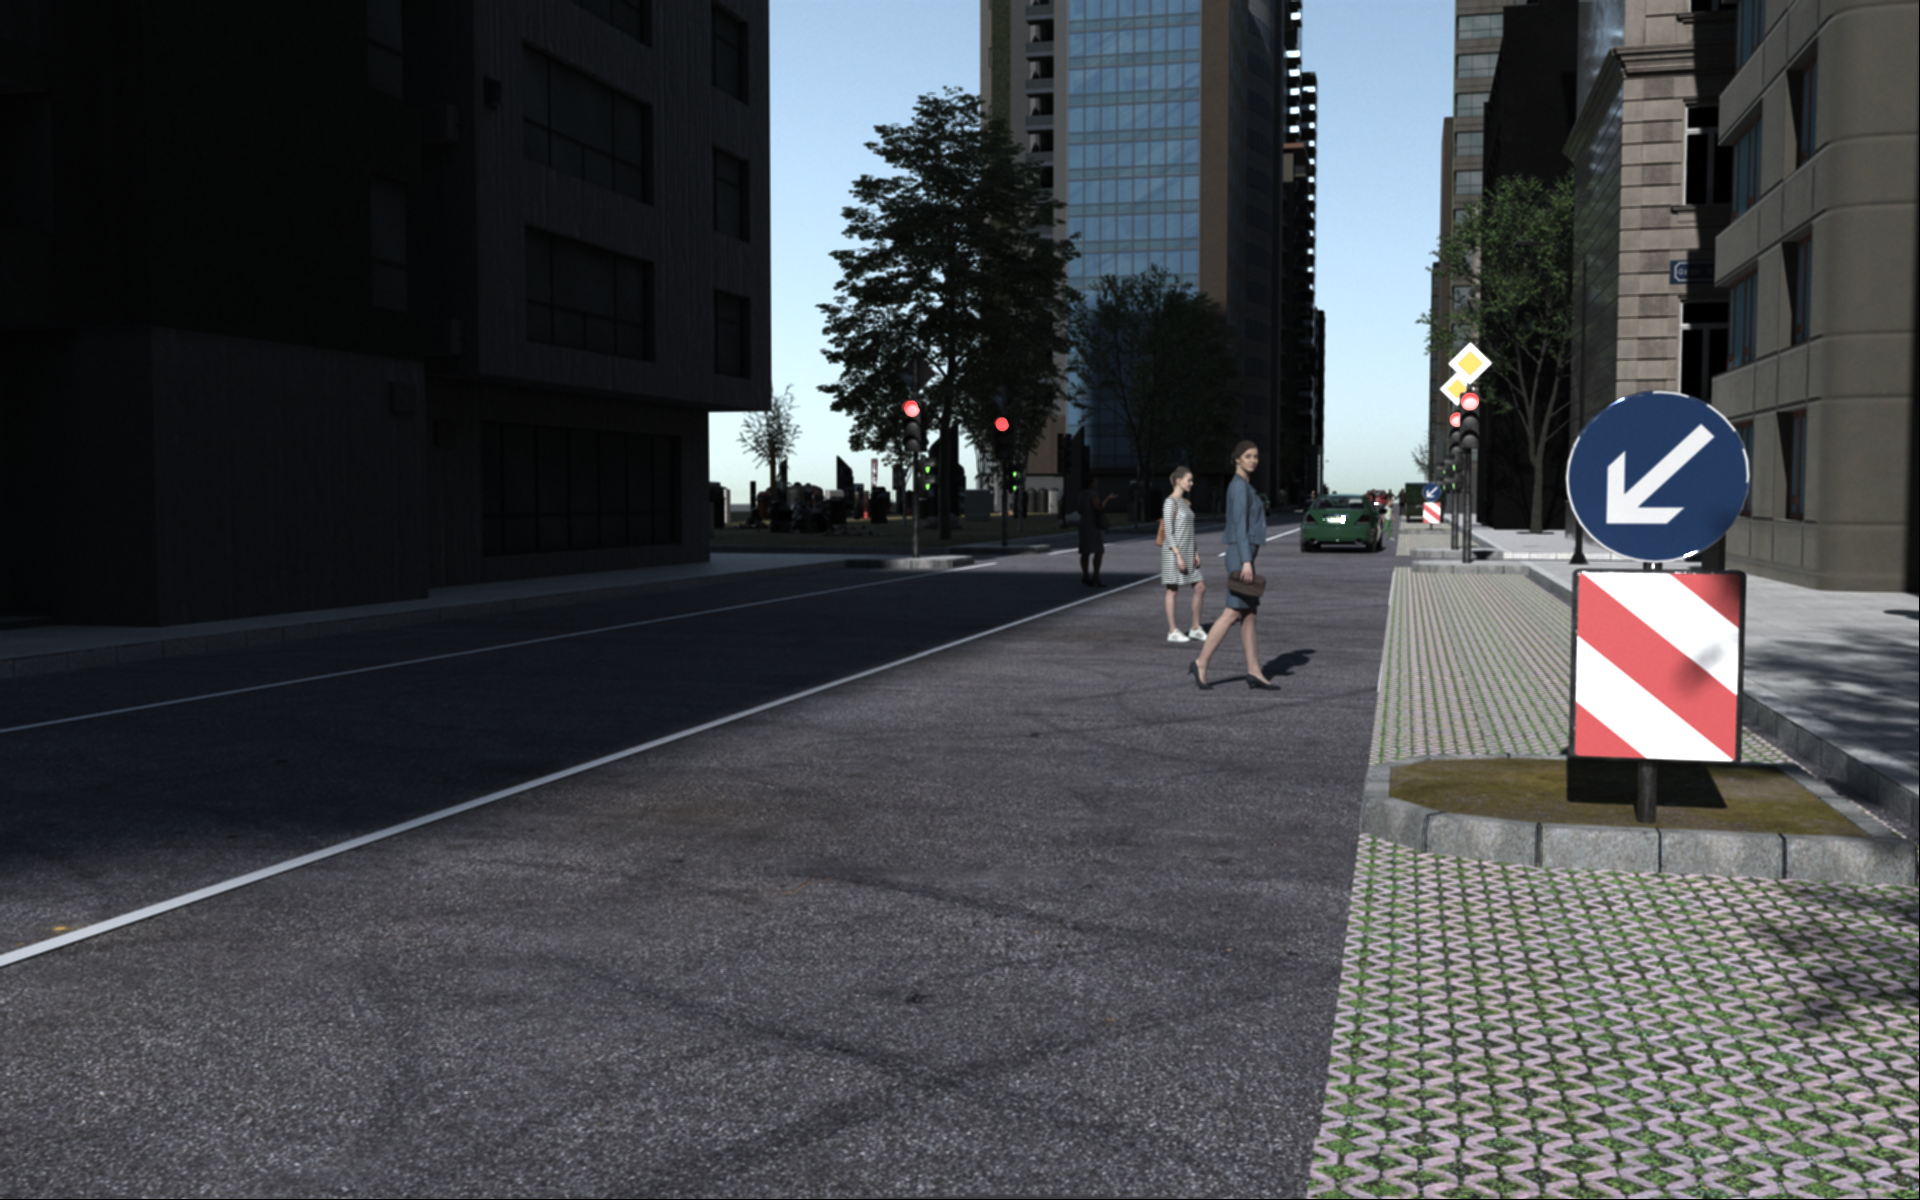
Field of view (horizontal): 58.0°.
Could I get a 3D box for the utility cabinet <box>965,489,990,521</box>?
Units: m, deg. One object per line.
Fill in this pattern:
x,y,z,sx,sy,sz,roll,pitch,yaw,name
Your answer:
0.824,-4.470,81.769,1.173,1.500,0.318,0,4,7,utility cabinet

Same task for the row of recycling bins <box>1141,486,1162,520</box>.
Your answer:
9.731,-4.967,88.320,1.069,1.692,3.534,0,4,4,row of recycling bins

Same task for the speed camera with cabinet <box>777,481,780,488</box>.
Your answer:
-11.751,-7.618,118.891,2.038,3.252,0.660,-3,5,-39,speed camera with cabinet

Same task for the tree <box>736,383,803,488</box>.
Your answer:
-11.767,-9.707,109.074,4.360,8.622,3.978,0,3,0,tree

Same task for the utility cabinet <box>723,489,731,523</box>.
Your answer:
-10.705,-4.149,76.515,1.173,1.500,0.318,2,4,28,utility cabinet

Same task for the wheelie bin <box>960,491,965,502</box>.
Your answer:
0.377,-6.371,112.072,0.693,1.594,0.980,0,4,2,wheelie bin

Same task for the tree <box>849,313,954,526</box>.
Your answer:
-2.335,-7.284,69.459,4.360,8.622,3.978,0,3,0,tree

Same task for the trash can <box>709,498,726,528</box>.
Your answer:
-9.149,-3.268,65.078,0.748,1.137,0.748,0,3,0,trash can

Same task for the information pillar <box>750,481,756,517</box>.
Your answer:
-11.832,-5.783,99.047,0.304,2.012,0.304,-1,4,-11,information pillar

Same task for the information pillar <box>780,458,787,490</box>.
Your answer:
-11.402,-7.392,112.217,0.504,3.616,0.183,-3,4,-38,information pillar

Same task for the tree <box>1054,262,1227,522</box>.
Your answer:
8.403,-9.388,79.251,9.928,11.665,9.643,0,3,0,tree

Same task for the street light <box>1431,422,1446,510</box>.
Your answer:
31.446,-8.549,112.311,1.470,5.913,1.316,1,4,14,street light

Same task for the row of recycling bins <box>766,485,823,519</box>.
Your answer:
-8.707,-5.168,91.607,3.534,1.692,1.069,-3,5,-42,row of recycling bins

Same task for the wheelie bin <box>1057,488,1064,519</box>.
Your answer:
5.394,-4.971,89.179,0.693,1.594,0.980,-1,4,-22,wheelie bin

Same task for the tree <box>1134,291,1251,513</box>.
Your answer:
12.768,-10.959,97.310,7.486,12.596,7.792,0,3,0,tree

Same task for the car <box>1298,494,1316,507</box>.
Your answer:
34.658,-9.822,172.589,2.014,1.417,4.499,1,4,14,car

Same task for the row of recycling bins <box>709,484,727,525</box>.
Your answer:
-10.661,-3.882,70.587,1.069,1.692,3.534,1,4,22,row of recycling bins

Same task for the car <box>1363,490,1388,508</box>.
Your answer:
36.235,-8.687,150.701,2.281,1.827,5.304,1,4,15,car

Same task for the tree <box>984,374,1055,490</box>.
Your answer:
3.564,-9.234,101.331,4.737,8.622,4.395,0,3,0,tree

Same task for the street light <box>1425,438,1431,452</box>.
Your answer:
39.208,-10.383,142.299,1.470,5.913,1.316,1,4,14,street light

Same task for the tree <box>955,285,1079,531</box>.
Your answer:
2.076,-6.670,59.424,4.360,8.622,3.978,0,3,0,tree

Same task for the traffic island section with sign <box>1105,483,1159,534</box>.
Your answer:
6.468,-3.361,63.587,1.989,1.847,2.006,1,4,14,traffic island section with sign

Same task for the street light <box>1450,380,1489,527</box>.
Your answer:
20.302,-5.877,68.632,1.470,5.913,1.316,1,4,14,street light

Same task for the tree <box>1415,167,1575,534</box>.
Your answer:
18.567,-7.938,55.537,9.928,11.665,9.643,0,3,0,tree

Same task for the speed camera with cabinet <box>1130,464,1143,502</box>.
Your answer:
12.072,-7.317,113.969,2.038,3.252,0.660,-3,5,-42,speed camera with cabinet

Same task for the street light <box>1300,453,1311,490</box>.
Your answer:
39.353,-13.756,197.445,1.470,5.913,1.316,1,4,14,street light

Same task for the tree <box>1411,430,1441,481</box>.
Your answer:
52.701,-14.857,193.268,4.360,8.622,3.978,0,3,0,tree

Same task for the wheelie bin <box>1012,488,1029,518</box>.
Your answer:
3.251,-5.150,92.107,0.693,1.594,0.980,3,5,39,wheelie bin

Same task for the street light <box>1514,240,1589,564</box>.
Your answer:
10.832,-3.621,31.752,1.470,5.913,1.316,1,4,14,street light

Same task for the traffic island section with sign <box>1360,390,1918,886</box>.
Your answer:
2.763,0.072,7.445,1.989,1.847,2.006,1,4,14,traffic island section with sign

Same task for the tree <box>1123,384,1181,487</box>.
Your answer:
12.113,-9.714,109.185,4.360,8.622,3.978,0,3,0,tree

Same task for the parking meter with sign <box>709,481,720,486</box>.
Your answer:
-14.890,-6.660,105.151,0.543,3.016,1.738,2,4,35,parking meter with sign

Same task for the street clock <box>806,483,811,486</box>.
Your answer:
-10.227,-6.864,116.802,0.358,2.002,0.471,1,4,17,street clock

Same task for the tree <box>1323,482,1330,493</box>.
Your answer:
56.948,-16.877,270.547,1.663,3.219,1.824,0,3,0,tree

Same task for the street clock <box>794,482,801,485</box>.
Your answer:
-9.883,-6.167,105.396,0.471,2.002,0.358,0,4,2,street clock

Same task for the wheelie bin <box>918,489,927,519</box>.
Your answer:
-1.937,-4.988,89.458,0.980,1.594,0.693,0,4,1,wheelie bin

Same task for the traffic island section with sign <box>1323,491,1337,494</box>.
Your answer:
46.269,-12.846,218.660,1.989,1.847,2.006,1,4,14,traffic island section with sign

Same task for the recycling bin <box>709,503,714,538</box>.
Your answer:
-7.690,-2.366,51.237,0.722,1.027,0.722,-1,4,-17,recycling bin

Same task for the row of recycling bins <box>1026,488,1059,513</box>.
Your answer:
6.047,-6.735,117.224,3.534,1.692,1.069,2,4,26,row of recycling bins

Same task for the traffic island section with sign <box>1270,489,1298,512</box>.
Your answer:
25.877,-7.988,139.229,1.989,1.847,2.006,1,4,14,traffic island section with sign

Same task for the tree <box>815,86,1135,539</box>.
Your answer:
-0.028,-7.991,48.781,7.486,12.596,7.792,0,3,0,tree

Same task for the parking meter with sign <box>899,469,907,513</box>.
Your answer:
-4.088,-7.553,119.747,0.543,3.016,1.738,-1,4,-12,parking meter with sign

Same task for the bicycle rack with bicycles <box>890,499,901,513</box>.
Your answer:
-4.141,-6.280,116.065,2.925,0.926,2.852,-1,4,-17,bicycle rack with bicycles

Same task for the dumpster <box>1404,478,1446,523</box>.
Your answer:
23.062,-4.951,85.894,1.985,2.255,1.502,1,4,15,dumpster

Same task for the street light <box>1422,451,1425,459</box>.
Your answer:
50.545,-13.062,186.102,1.470,5.913,1.316,1,4,14,street light

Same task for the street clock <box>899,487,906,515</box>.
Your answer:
-3.622,-6.332,108.094,0.471,2.002,0.358,0,4,3,street clock

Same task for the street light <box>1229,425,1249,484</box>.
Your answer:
18.743,-8.828,116.886,1.470,5.913,1.316,1,4,14,street light

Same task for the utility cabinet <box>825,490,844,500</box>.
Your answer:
-6.469,-4.949,89.597,0.318,1.500,1.173,2,4,34,utility cabinet

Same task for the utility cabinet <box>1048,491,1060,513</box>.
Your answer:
6.376,-6.422,113.679,1.173,1.500,0.318,-2,4,-29,utility cabinet

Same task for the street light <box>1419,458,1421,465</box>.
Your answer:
60.281,-15.399,224.317,1.470,5.913,1.316,1,4,14,street light

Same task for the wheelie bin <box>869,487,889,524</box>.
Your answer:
-3.539,-4.134,75.492,0.980,1.594,0.693,1,4,22,wheelie bin

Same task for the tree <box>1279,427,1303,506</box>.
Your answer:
35.660,-14.638,189.688,4.737,8.622,4.395,0,3,0,tree

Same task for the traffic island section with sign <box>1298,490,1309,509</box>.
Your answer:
32.666,-9.605,165.662,1.989,1.847,2.006,1,4,14,traffic island section with sign

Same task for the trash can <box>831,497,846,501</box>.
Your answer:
-5.947,-4.469,84.714,0.748,1.137,0.748,0,3,0,trash can

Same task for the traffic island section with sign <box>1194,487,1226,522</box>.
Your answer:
13.259,-4.979,90.040,1.989,1.847,2.006,1,4,14,traffic island section with sign
